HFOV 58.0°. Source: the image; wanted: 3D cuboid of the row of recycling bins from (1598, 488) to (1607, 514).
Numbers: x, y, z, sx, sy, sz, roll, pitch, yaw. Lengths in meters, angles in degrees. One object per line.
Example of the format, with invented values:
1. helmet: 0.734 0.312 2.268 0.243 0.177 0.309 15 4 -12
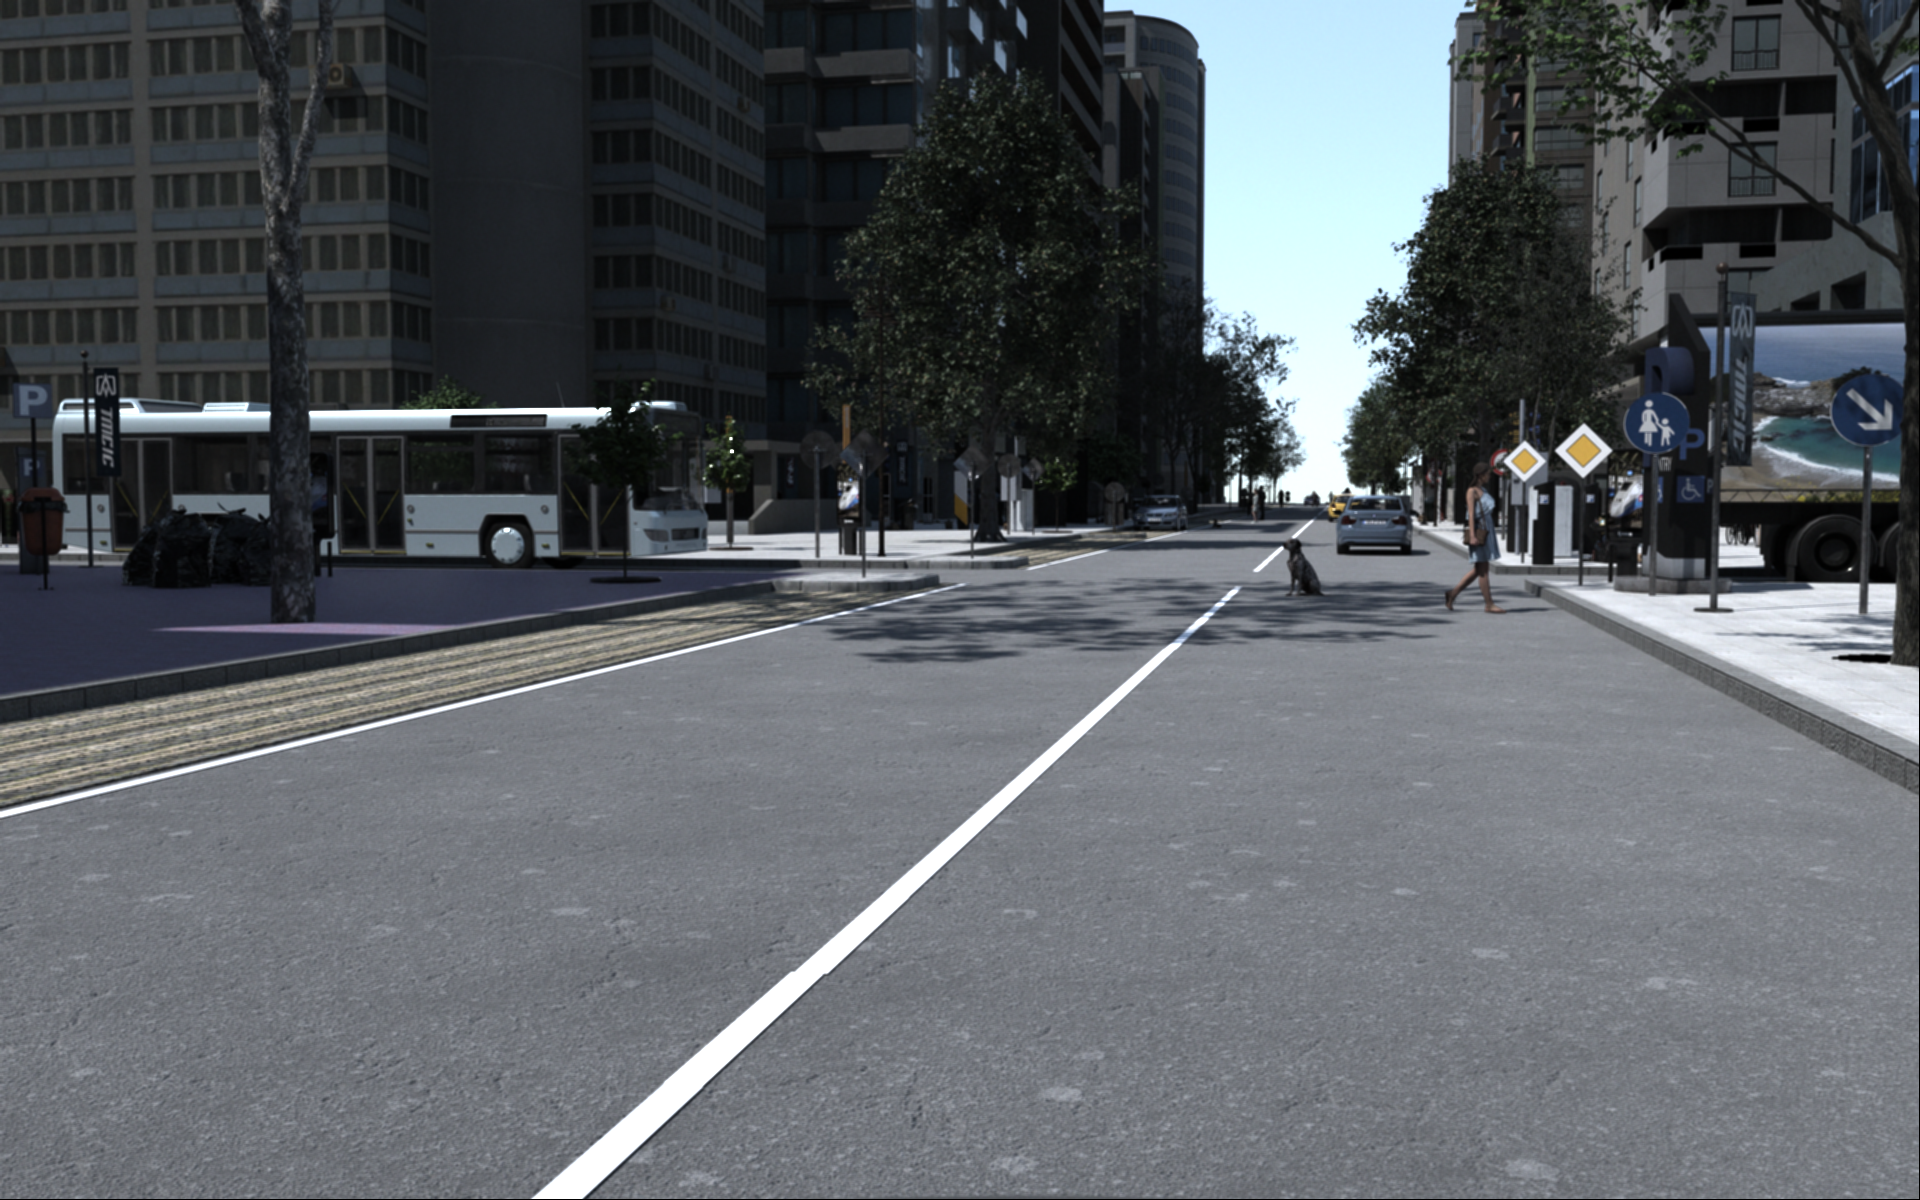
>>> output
1. row of recycling bins: 28.115 -4.343 78.124 3.534 1.692 1.069 2 4 32

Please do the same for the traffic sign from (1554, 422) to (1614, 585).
1. traffic sign: 8.723 -1.263 24.290 0.795 2.450 0.064 1 4 12

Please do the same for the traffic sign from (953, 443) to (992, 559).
1. traffic sign: 0.246 -1.878 34.348 0.795 2.450 0.064 1 4 12

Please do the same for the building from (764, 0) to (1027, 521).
1. building: -8.662 -29.164 96.435 23.786 49.044 30.456 1 4 12

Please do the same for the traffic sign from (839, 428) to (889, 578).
1. traffic sign: -1.473 -1.401 26.550 0.795 2.450 0.064 1 4 12

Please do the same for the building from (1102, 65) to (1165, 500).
1. building: 11.313 -29.274 162.229 14.154 41.232 14.086 1 4 12

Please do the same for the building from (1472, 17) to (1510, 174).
1. building: 54.941 -31.222 160.585 14.600 45.320 14.200 1 4 12

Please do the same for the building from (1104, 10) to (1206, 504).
1. building: 18.574 -41.146 214.737 21.231 58.520 28.212 1 4 12

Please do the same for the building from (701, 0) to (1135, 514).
1. building: -1.847 -27.753 145.644 32.217 40.220 23.993 1 4 12

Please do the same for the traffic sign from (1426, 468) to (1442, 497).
1. traffic sign: 22.672 -5.065 82.917 0.768 2.556 0.104 1 4 16

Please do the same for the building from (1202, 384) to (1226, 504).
1. building: 22.736 -24.443 244.686 27.650 21.520 28.899 1 4 12

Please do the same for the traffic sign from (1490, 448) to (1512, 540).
1. traffic sign: 15.155 -2.945 48.257 0.768 2.556 0.104 1 4 17

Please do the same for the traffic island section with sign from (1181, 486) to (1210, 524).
1. traffic island section with sign: 10.950 -4.556 83.113 1.989 1.847 2.006 1 4 12

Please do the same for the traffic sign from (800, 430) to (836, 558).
1. traffic sign: -2.860 -2.116 34.706 0.768 2.556 0.104 1 4 15

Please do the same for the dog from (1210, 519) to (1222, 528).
1. dog: 10.766 -3.230 73.000 0.550 0.427 0.748 1 4 19

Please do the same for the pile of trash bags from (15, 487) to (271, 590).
1. pile of trash bags: -11.210 -0.882 24.177 3.447 1.369 1.912 -2 4 -31

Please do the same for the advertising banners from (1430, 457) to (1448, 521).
1. advertising banners: 22.794 -5.244 81.928 2.074 3.025 0.090 -3 5 -40

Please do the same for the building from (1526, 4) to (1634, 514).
1. building: 45.750 -26.578 118.150 14.154 41.232 14.086 1 4 12

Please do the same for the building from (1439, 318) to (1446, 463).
1. building: 71.435 -33.722 234.942 14.154 41.232 14.086 1 4 12

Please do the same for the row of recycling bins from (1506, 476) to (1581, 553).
1. row of recycling bins: 13.183 -1.962 39.198 1.069 1.692 3.534 2 4 34

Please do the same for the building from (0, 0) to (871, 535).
1. building: -20.686 -22.705 63.108 32.217 40.220 23.993 1 4 12

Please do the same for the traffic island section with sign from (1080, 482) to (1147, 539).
1. traffic island section with sign: 5.012 -2.905 56.128 1.989 1.847 2.006 1 4 12

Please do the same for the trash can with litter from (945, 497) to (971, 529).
1. trash can with litter: -0.113 -3.178 63.342 1.055 1.170 0.624 0 4 1

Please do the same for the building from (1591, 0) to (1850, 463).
1. building: 46.475 -30.198 82.972 28.713 52.752 27.495 1 4 12

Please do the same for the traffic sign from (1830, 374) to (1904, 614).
1. traffic sign: 9.654 -1.121 18.434 0.768 2.556 0.104 1 4 21

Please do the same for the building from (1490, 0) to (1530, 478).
1. building: 54.363 -29.608 138.721 22.147 44.769 28.867 1 4 12

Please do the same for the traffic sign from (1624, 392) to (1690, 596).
1. traffic sign: 8.732 -1.325 21.768 0.768 2.556 0.104 1 4 20

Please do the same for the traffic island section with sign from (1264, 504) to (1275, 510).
1. traffic island section with sign: 27.399 -9.118 157.705 1.989 1.847 2.006 1 4 12

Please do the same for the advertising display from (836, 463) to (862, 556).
1. advertising display: -2.302 -1.905 36.356 0.123 1.923 0.974 -2 4 -33

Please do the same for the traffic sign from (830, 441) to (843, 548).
1. traffic sign: -2.786 -2.528 41.438 0.768 2.556 0.104 1 4 17

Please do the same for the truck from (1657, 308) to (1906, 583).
1. truck: 16.912 -2.315 26.761 11.283 4.237 2.839 1 4 14

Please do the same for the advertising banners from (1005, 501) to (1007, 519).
1. advertising banners: 2.702 -5.669 88.873 0.090 3.025 2.074 -1 4 -19

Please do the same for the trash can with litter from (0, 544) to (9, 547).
1. trash can with litter: -23.719 -1.858 41.436 1.678 1.210 2.233 0 4 -6

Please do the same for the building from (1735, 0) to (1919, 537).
1. building: 38.488 -44.778 44.789 31.000 86.520 22.319 1 4 12

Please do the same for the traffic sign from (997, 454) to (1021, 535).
1. traffic sign: 1.529 -3.326 54.493 0.768 2.556 0.104 1 4 17

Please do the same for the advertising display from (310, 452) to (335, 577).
1. advertising display: -10.169 -1.334 27.025 0.974 1.923 0.123 2 4 24

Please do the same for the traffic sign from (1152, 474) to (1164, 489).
1. traffic sign: 12.372 -6.610 108.180 0.768 2.556 0.104 1 4 19

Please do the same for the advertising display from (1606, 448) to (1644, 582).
1. advertising display: 9.530 -1.192 24.699 0.123 1.923 0.974 -1 4 -10

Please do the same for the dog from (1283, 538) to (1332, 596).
1. dog: 4.941 -0.458 24.319 0.800 0.831 0.513 1 4 11

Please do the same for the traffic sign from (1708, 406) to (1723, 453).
1. traffic sign: 10.134 -1.462 24.007 0.768 2.556 0.104 1 4 20

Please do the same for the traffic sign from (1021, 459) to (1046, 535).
1. traffic sign: 2.295 -3.231 54.017 0.795 2.450 0.064 1 4 14

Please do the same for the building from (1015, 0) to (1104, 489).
1. building: -1.907 -30.483 122.105 21.300 48.544 21.600 1 4 12

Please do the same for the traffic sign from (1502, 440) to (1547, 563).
1. traffic sign: 10.442 -1.740 32.089 0.795 2.450 0.064 1 4 12

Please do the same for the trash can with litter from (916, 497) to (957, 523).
1. trash can with litter: -1.111 -4.000 76.460 2.233 1.210 1.678 2 4 28

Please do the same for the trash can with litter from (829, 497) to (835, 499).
1. trash can with litter: -5.604 -3.999 76.763 0.624 1.170 1.055 1 4 11

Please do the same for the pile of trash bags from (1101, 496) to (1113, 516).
1. pile of trash bags: 8.577 -5.611 101.497 1.912 1.369 3.447 0 4 -6

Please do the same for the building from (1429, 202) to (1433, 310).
1. building: 74.863 -36.671 249.677 14.600 45.320 14.200 1 4 12

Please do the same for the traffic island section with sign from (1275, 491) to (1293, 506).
1. traffic island section with sign: 39.495 -12.476 212.605 1.989 1.847 2.006 1 4 12

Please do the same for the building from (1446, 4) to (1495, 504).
1. building: 70.607 -41.016 212.610 21.231 58.520 28.212 1 4 12

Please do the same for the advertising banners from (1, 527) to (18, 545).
1. advertising banners: -24.839 -2.919 43.912 2.074 3.025 0.090 0 4 2

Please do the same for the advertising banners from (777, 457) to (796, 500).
1. advertising banners: -8.320 -5.032 78.454 2.074 3.025 0.090 -2 4 -35

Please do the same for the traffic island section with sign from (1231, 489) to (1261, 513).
1. traffic island section with sign: 21.591 -7.506 131.357 1.989 1.847 2.006 1 4 12
